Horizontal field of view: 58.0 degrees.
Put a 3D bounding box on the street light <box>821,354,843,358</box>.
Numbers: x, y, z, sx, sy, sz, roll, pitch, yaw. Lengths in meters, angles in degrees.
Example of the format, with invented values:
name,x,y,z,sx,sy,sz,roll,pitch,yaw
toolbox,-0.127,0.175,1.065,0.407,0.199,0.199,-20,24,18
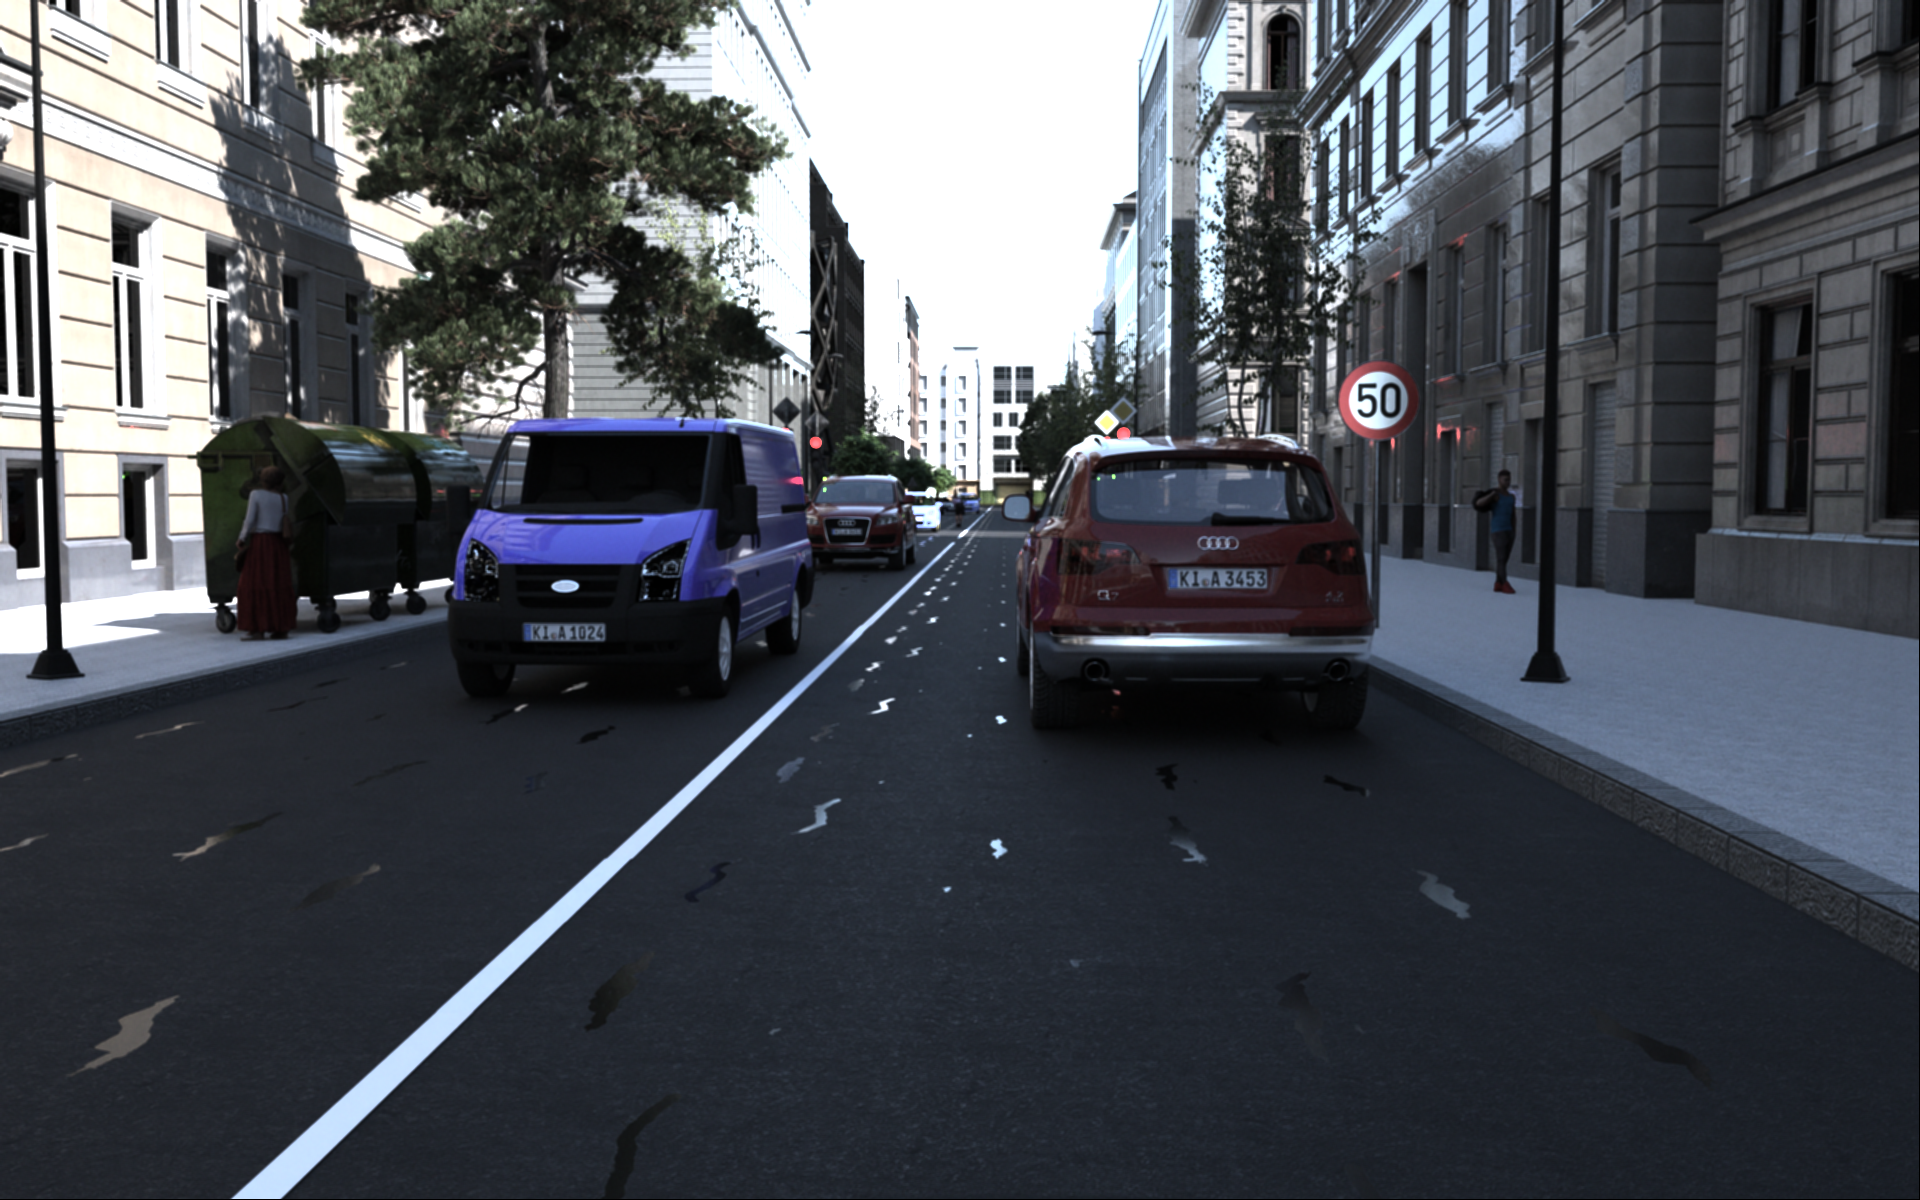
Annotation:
name,x,y,z,sx,sy,sz,roll,pitch,yaw
street light,-4.588,-5.211,57.745,1.470,5.913,1.316,0,4,1

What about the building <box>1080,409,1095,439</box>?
name,x,y,z,sx,sy,sz,roll,pitch,yaw
building,15.719,-13.308,159.740,9.099,9.664,28.070,0,4,1

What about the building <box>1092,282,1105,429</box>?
name,x,y,z,sx,sy,sz,roll,pitch,yaw
building,18.792,-17.323,139.645,16.016,20.091,11.380,0,4,1

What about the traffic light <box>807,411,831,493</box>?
name,x,y,z,sx,sy,sz,roll,pitch,yaw
traffic light,-4.734,-4.178,57.555,0.839,4.213,0.868,0,4,1

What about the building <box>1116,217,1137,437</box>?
name,x,y,z,sx,sy,sz,roll,pitch,yaw
building,15.081,-15.225,103.679,10.420,20.320,16.860,0,4,1

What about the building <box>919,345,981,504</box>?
name,x,y,z,sx,sy,sz,roll,pitch,yaw
building,-2.955,-22.666,227.014,11.380,20.091,16.016,0,4,1

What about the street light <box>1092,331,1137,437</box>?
name,x,y,z,sx,sy,sz,roll,pitch,yaw
street light,4.455,-4.696,49.328,1.470,5.913,1.316,0,4,1

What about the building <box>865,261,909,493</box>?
name,x,y,z,sx,sy,sz,roll,pitch,yaw
building,-19.580,-18.738,150.337,27.936,21.610,32.646,0,4,1

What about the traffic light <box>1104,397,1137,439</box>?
name,x,y,z,sx,sy,sz,roll,pitch,yaw
traffic light,4.615,-3.675,49.339,0.839,4.213,0.868,0,4,1

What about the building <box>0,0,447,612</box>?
name,x,y,z,sx,sy,sz,roll,pitch,yaw
building,-16.514,-14.568,24.086,13.634,28.700,20.117,0,4,1

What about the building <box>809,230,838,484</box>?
name,x,y,z,sx,sy,sz,roll,pitch,yaw
building,-15.558,-14.138,98.605,16.820,18.784,16.811,0,4,1

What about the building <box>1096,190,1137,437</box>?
name,x,y,z,sx,sy,sz,roll,pitch,yaw
building,15.609,-17.950,122.362,11.050,23.489,19.941,0,4,1

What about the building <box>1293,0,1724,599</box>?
name,x,y,z,sx,sy,sz,roll,pitch,yaw
building,14.343,-14.378,32.351,12.463,27.353,25.104,0,4,1

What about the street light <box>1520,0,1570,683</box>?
name,x,y,z,sx,sy,sz,roll,pitch,yaw
street light,3.490,-2.399,11.765,1.470,5.913,1.316,0,4,1

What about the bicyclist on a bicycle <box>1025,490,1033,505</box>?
name,x,y,z,sx,sy,sz,roll,pitch,yaw
bicyclist on a bicycle,3.475,-4.850,89.327,1.499,1.676,1.625,0,3,0

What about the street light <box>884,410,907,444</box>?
name,x,y,z,sx,sy,sz,roll,pitch,yaw
street light,-3.644,-7.546,95.920,1.470,5.913,1.316,0,4,1

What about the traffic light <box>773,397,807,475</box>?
name,x,y,z,sx,sy,sz,roll,pitch,yaw
traffic light,-4.944,-3.690,49.572,0.839,4.213,0.868,0,4,1

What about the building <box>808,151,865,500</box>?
name,x,y,z,sx,sy,sz,roll,pitch,yaw
building,-13.374,-17.774,120.290,12.332,23.373,15.834,0,4,1

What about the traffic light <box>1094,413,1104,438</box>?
name,x,y,z,sx,sy,sz,roll,pitch,yaw
traffic light,4.824,-4.164,57.321,0.839,4.213,0.868,0,4,1

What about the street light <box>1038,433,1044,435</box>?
name,x,y,z,sx,sy,sz,roll,pitch,yaw
street light,6.642,-9.750,131.961,1.470,5.913,1.316,0,4,1

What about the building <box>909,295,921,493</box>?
name,x,y,z,sx,sy,sz,roll,pitch,yaw
building,-21.130,-21.314,192.457,32.646,21.610,27.936,0,4,1

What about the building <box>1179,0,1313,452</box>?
name,x,y,z,sx,sy,sz,roll,pitch,yaw
building,18.738,-14.457,65.248,19.941,23.489,11.050,0,4,1

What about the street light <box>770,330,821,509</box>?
name,x,y,z,sx,sy,sz,roll,pitch,yaw
street light,-4.839,-4.693,49.273,1.470,5.913,1.316,0,4,1

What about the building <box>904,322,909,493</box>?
name,x,y,z,sx,sy,sz,roll,pitch,yaw
building,-12.990,-19.318,172.274,16.016,20.091,11.380,0,4,1

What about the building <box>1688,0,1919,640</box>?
name,x,y,z,sx,sy,sz,roll,pitch,yaw
building,13.046,-8.920,10.475,10.561,19.102,19.286,0,4,1

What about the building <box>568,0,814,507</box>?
name,x,y,z,sx,sy,sz,roll,pitch,yaw
building,-13.557,-18.193,74.945,11.434,29.767,29.804,0,4,1

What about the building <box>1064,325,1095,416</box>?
name,x,y,z,sx,sy,sz,roll,pitch,yaw
building,20.632,-19.731,189.062,16.747,18.905,31.486,0,4,1

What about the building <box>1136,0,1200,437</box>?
name,x,y,z,sx,sy,sz,roll,pitch,yaw
building,15.409,-16.318,84.825,12.078,24.808,19.932,0,4,1

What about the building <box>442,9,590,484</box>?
name,x,y,z,sx,sy,sz,roll,pitch,yaw
building,-19.524,-12.960,40.767,19.941,23.489,11.050,0,4,1

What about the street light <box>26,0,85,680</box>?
name,x,y,z,sx,sy,sz,roll,pitch,yaw
street light,-5.791,-2.409,11.926,1.470,5.913,1.316,0,4,1

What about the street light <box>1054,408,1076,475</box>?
name,x,y,z,sx,sy,sz,roll,pitch,yaw
street light,5.668,-7.387,93.317,1.470,5.913,1.316,0,4,1
